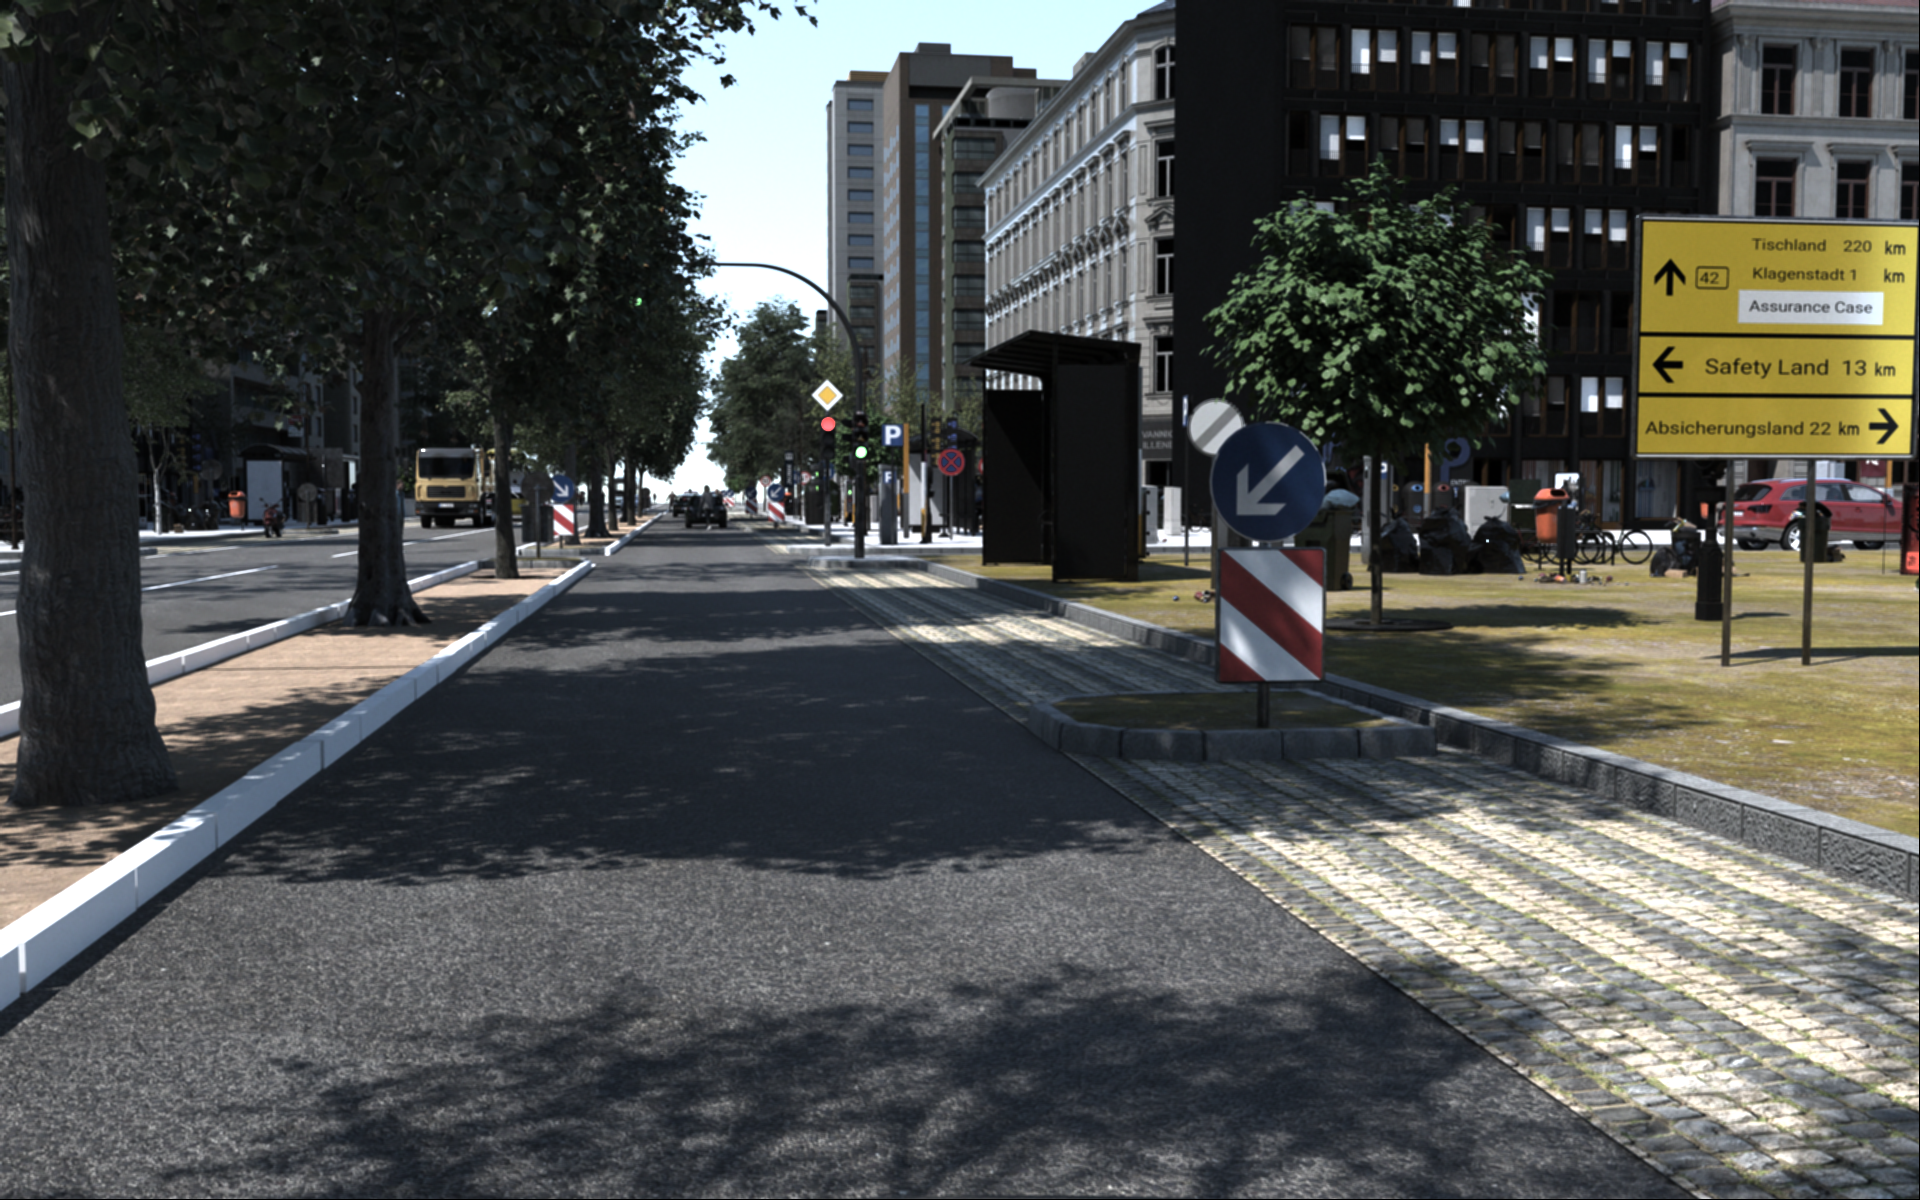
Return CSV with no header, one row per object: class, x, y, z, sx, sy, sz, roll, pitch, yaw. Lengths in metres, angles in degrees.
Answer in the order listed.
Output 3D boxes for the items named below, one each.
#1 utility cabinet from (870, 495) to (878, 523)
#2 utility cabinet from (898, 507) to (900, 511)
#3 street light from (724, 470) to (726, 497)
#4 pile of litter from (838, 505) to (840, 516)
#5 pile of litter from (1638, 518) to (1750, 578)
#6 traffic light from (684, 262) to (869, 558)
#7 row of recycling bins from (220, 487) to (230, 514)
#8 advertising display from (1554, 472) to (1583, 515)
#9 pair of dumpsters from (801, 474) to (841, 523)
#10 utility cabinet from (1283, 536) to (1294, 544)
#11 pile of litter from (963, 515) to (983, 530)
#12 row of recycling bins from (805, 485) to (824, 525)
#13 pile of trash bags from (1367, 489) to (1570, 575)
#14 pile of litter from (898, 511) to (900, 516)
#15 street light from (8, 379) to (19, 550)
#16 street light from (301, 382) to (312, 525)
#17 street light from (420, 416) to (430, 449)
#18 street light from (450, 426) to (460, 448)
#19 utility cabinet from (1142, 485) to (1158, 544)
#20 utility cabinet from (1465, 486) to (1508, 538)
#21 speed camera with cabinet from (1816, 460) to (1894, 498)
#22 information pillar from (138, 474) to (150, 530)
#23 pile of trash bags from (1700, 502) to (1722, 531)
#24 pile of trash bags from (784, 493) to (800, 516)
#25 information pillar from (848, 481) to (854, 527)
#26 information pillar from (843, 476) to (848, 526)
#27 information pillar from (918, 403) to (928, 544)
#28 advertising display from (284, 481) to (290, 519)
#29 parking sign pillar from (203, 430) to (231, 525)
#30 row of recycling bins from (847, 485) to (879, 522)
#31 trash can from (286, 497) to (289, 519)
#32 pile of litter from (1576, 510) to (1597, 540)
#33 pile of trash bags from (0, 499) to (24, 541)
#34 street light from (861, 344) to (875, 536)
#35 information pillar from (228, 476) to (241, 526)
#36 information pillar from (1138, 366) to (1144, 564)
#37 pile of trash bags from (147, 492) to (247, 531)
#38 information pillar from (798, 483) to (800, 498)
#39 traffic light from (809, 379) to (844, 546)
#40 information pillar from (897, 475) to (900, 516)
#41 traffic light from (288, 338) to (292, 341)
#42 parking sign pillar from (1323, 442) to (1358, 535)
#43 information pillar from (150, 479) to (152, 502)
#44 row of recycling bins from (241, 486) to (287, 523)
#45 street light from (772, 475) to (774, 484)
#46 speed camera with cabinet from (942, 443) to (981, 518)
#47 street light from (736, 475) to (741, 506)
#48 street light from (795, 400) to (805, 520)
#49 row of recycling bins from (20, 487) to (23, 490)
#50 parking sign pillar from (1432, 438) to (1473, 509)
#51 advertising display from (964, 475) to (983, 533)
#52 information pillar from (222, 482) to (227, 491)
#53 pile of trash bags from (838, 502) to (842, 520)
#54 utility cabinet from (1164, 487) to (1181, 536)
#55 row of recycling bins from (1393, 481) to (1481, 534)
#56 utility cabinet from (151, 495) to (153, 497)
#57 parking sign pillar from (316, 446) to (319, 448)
utility cabinet,-3.964,-4.100,78.199,0.306,1.237,1.020,-1,4,-18
utility cabinet,-4.387,-6.217,110.326,1.173,1.500,0.318,1,4,13
street light,-37.179,-18.448,274.414,0.468,5.910,1.993,-1,4,-9
pile of litter,-5.844,-4.685,90.566,1.176,0.858,1.719,1,4,15
pile of litter,11.537,-0.798,27.010,1.719,0.858,1.176,0,4,-3
traffic light,-4.093,-3.634,34.080,4.771,5.953,1.251,-1,4,-9
row of recycling bins,-41.169,-5.488,96.840,3.534,1.692,1.069,-2,4,-35
advertising display,17.610,-2.751,50.192,0.123,1.923,0.974,-2,4,-26
pair of dumpsters,-6.345,-4.704,79.397,1.574,2.255,4.437,-1,4,-9
utility cabinet,8.240,-2.164,44.068,1.173,1.500,0.318,-3,5,-44
pile of litter,0.807,-2.949,62.173,1.176,0.858,1.719,-2,4,-24
row of recycling bins,-6.116,-4.084,73.887,1.069,1.692,3.534,0,4,-5
pile of trash bags,8.563,-1.147,28.504,3.447,1.369,1.912,-1,4,-21
pile of litter,-3.304,-5.418,102.552,1.719,0.858,1.176,2,4,27
street light,-21.870,-4.106,39.918,0.468,5.910,1.993,-1,4,-9
street light,-26.850,-6.026,71.320,0.468,5.910,1.993,-1,4,-9
street light,-31.703,-7.948,102.741,0.468,5.910,1.993,-1,4,-9
street light,-33.748,-8.743,115.743,0.468,5.910,1.993,-1,4,-9
utility cabinet,4.475,-2.158,43.970,1.173,1.500,0.318,-2,4,-32
utility cabinet,15.163,-2.520,49.889,1.173,1.500,0.318,-1,4,-8
speed camera with cabinet,24.612,-3.269,47.779,0.660,3.252,2.038,-2,4,-34
information pillar,-29.656,-3.560,62.694,0.304,2.012,0.304,3,5,44
pile of trash bags,26.490,-3.003,58.844,3.447,1.369,1.912,-2,4,-24
pile of trash bags,-9.583,-5.682,102.654,1.912,1.369,3.447,-2,4,-32
information pillar,-4.081,-4.639,67.204,0.183,3.616,0.504,1,4,11
information pillar,-4.501,-4.720,68.530,0.183,3.616,0.504,-1,4,-10
information pillar,-0.932,-3.277,44.941,0.183,3.616,0.504,0,4,6
advertising display,-34.895,-5.112,88.796,0.974,1.923,0.123,-2,4,-27
parking sign pillar,-31.200,-5.124,72.244,1.447,3.967,1.447,-2,4,-30
row of recycling bins,-4.232,-4.513,80.898,1.069,1.692,3.534,2,4,28
trash can,-32.678,-4.384,83.333,0.748,1.137,0.748,0,3,0
pile of litter,17.251,-2.121,48.646,1.719,0.858,1.176,-3,4,-38
pile of trash bags,-25.999,-2.391,48.844,1.912,1.369,3.447,2,4,32
street light,-2.922,-4.928,53.360,0.468,5.910,1.993,-1,4,-9
information pillar,-29.482,-4.035,70.469,0.304,2.012,0.304,2,4,30
information pillar,3.177,-2.489,32.044,0.183,3.616,0.504,-3,5,-40
pile of trash bags,-26.522,-3.116,60.699,3.447,1.369,1.912,1,4,14
information pillar,-10.786,-6.876,116.912,0.304,2.012,0.304,-1,4,-16
traffic light,-3.264,-3.273,42.431,0.839,4.253,0.868,-1,4,-9
information pillar,-3.572,-6.602,99.296,0.183,3.616,0.504,-1,4,-20
traffic light,-17.772,-4.009,40.208,4.771,5.953,1.251,-1,4,-9
parking sign pillar,11.780,-4.031,54.378,1.447,3.967,1.447,0,4,-3
information pillar,-39.256,-4.842,83.661,0.304,2.012,0.304,-3,5,-43
row of recycling bins,-31.752,-4.400,79.046,1.069,1.692,3.534,0,4,4
street light,-12.563,-8.776,116.281,0.468,5.910,1.993,-1,4,-9
speed camera with cabinet,-0.164,-4.507,68.029,2.038,3.252,0.660,-2,4,-27
street light,-27.116,-14.517,210.138,0.468,5.910,1.993,-1,4,-9
street light,-7.811,-6.854,84.843,0.468,5.910,1.993,-1,4,-9
row of recycling bins,-41.334,-4.321,77.759,1.069,1.692,3.534,-1,4,-11
parking sign pillar,16.653,-4.285,58.524,1.447,3.967,1.447,-1,4,-13
advertising display,0.481,-3.206,57.639,0.974,1.923,0.123,3,5,42
information pillar,-46.237,-6.396,109.061,0.304,2.012,0.304,2,4,25
pile of trash bags,-4.994,-4.653,85.834,1.912,1.369,3.447,-1,4,-11
utility cabinet,6.542,-2.726,53.246,0.318,1.500,1.173,0,4,-5
row of recycling bins,15.072,-2.980,55.843,3.534,1.692,1.069,0,4,1
utility cabinet,-39.376,-4.489,84.555,0.306,1.237,1.020,-3,4,-39
parking sign pillar,-35.905,-6.630,96.867,1.447,3.967,1.447,-2,4,-35
